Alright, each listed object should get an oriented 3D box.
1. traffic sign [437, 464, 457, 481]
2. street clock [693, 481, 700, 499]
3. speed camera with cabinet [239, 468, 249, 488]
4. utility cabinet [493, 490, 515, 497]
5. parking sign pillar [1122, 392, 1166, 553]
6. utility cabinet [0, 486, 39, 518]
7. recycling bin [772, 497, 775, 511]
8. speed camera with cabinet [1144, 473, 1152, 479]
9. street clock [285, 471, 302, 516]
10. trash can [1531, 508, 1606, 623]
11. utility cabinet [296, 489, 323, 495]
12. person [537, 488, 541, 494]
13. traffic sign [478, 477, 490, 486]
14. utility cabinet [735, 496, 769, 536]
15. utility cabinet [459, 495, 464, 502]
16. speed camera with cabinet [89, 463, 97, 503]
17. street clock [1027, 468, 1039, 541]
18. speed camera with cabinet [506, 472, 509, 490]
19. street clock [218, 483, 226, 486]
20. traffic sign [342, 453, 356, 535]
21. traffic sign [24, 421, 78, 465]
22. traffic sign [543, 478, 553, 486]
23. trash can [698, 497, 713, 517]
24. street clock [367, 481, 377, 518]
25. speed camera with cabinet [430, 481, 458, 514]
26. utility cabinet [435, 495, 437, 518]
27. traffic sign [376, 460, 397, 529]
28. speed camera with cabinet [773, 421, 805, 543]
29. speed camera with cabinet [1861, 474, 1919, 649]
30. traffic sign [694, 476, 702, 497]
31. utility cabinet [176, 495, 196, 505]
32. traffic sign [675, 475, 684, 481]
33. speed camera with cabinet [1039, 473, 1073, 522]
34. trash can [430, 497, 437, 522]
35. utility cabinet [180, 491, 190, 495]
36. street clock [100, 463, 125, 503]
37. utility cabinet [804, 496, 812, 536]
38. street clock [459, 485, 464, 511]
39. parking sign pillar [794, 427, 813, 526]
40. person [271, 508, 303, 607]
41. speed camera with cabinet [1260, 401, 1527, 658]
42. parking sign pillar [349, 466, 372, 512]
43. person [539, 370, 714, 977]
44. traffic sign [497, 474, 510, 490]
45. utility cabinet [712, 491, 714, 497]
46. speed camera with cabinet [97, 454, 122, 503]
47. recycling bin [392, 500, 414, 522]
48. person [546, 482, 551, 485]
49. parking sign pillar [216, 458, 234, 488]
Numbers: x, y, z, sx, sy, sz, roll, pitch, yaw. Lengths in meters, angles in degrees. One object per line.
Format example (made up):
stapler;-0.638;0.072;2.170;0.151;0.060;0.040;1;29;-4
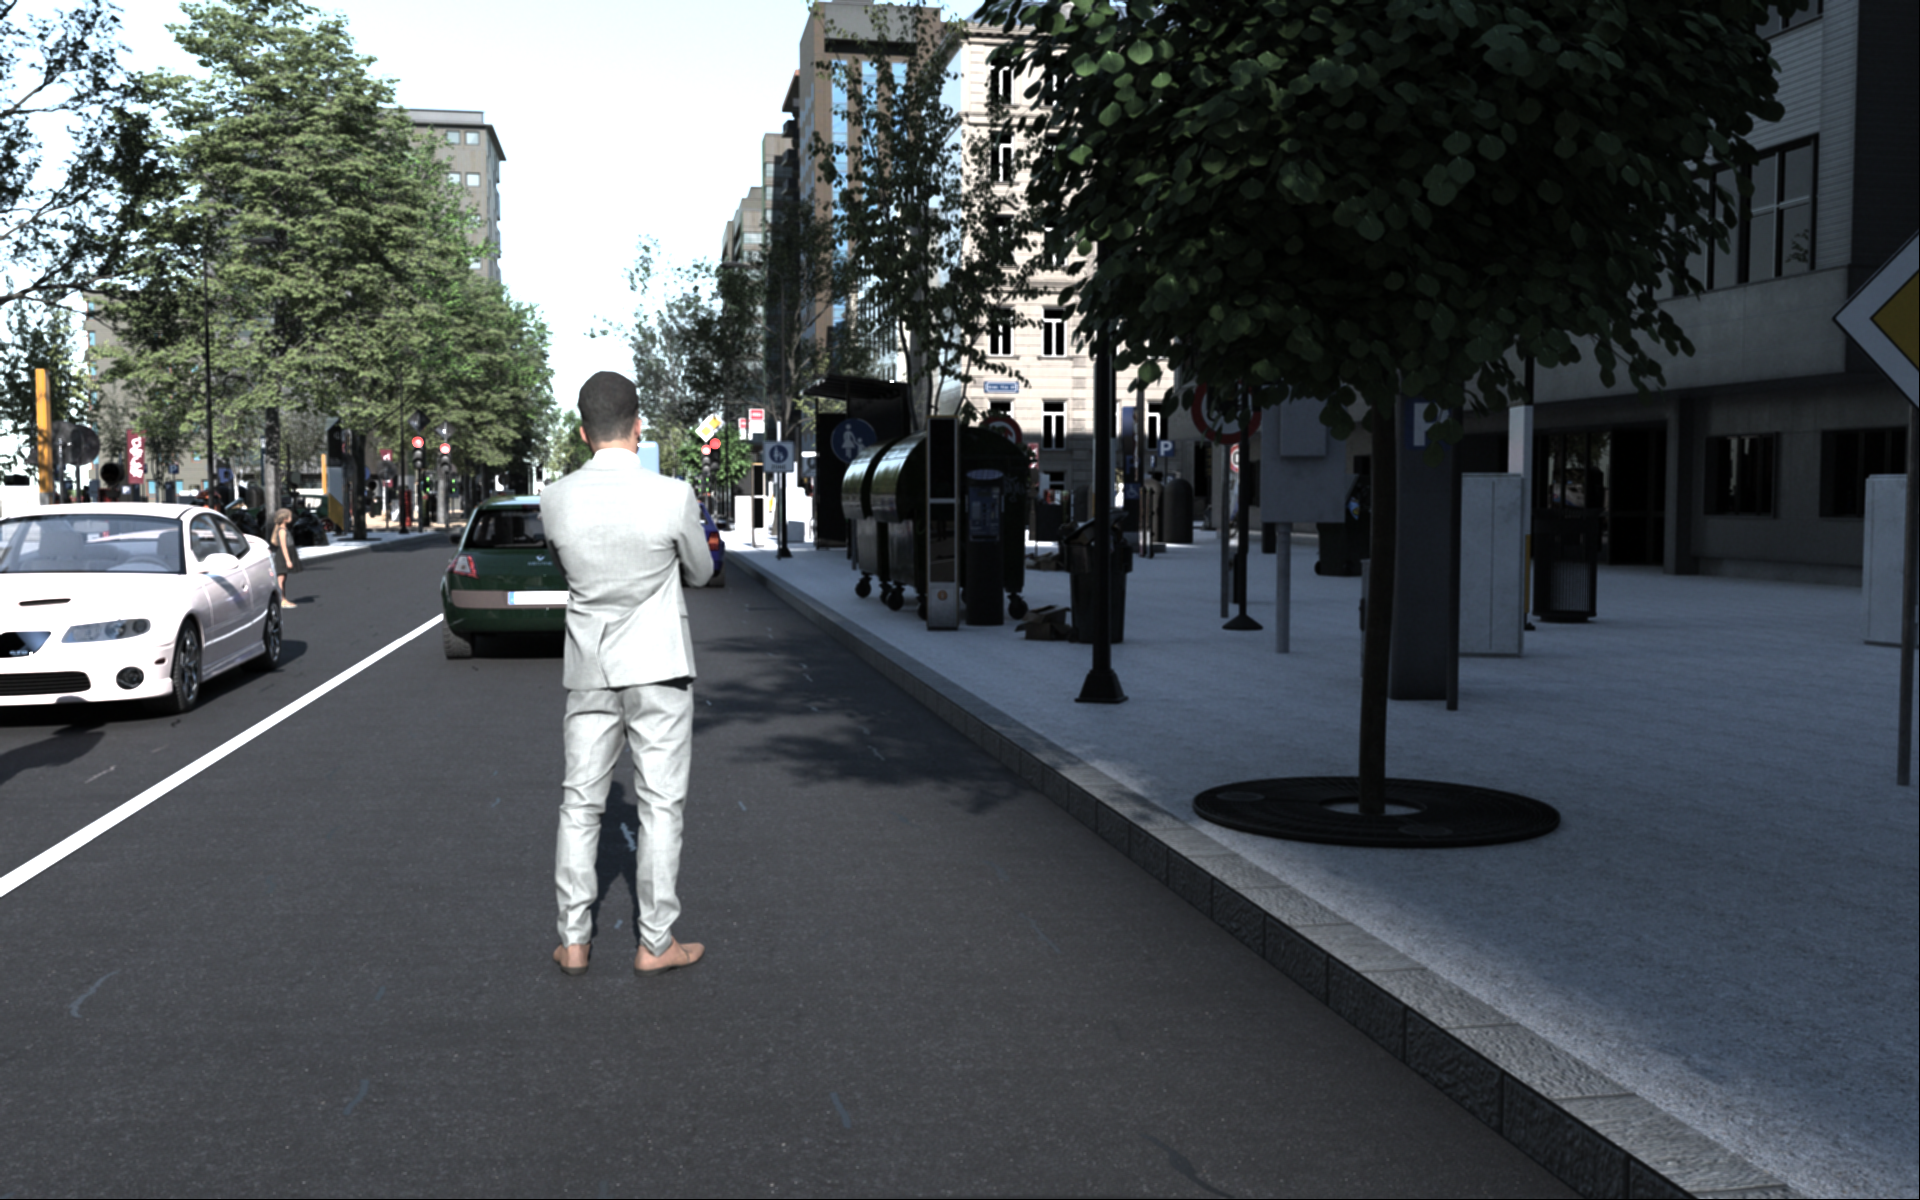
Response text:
traffic sign;-20.280;-4.183;68.496;0.768;2.556;0.104;-1;4;-9
street clock;-12.409;-4.707;81.522;0.358;2.002;0.471;1;4;8
speed camera with cabinet;-48.740;-7.570;118.103;0.660;3.252;2.038;-2;4;-25
utility cabinet;-25.711;-5.442;97.662;1.173;1.500;0.318;0;4;-1
parking sign pillar;3.830;-3.040;38.172;1.447;3.967;1.447;0;4;8
utility cabinet;-25.107;-2.317;46.569;1.173;1.500;0.318;0;4;-4
recycling bin;-13.971;-7.093;128.519;0.722;1.027;0.722;0;4;-4
speed camera with cabinet;7.881;-4.980;75.759;0.660;3.252;2.038;1;4;20
street clock;-20.733;-3.021;53.958;0.358;2.002;0.471;2;4;28
trash can;6.079;-0.351;17.395;0.748;1.137;0.748;0;3;0
utility cabinet;-28.842;-4.160;76.700;1.173;1.500;0.318;-2;4;-33
person;-23.384;-5.343;96.405;0.362;1.759;0.519;-1;4;-19
traffic sign;-34.110;-7.587;124.149;0.768;2.556;0.104;-1;4;-10
utility cabinet;-6.448;-2.602;53.705;1.020;1.237;0.306;0;4;0
utility cabinet;-38.545;-7.519;134.091;0.306;1.237;1.020;-1;4;-21
speed camera with cabinet;-55.355;-7.135;110.986;0.660;3.252;2.038;-1;4;-17
street clock;1.983;-2.618;47.372;0.358;2.002;0.471;-1;4;-12
speed camera with cabinet;-31.528;-7.732;120.759;0.660;3.252;2.038;0;4;-5
street clock;-47.979;-6.612;112.672;0.471;2.002;0.358;1;4;8
traffic sign;-19.047;-3.273;53.618;0.768;2.556;0.104;0;4;-3
traffic sign;-15.994;-1.865;30.490;0.884;2.594;0.081;0;4;-6
traffic sign;-33.046;-8.495;139.002;0.768;2.556;0.104;0;4;-2
trash can;-12.333;-4.424;83.979;0.748;1.137;0.748;0;3;0
street clock;-31.512;-5.398;92.832;0.471;2.002;0.358;-3;5;-44
speed camera with cabinet;-33.150;-7.109;110.564;2.038;3.252;0.660;-2;4;-35
utility cabinet;-28.161;-5.044;93.628;0.306;1.237;1.020;-1;4;-20
traffic sign;-21.280;-3.925;64.283;0.768;2.556;0.104;0;4;-2
speed camera with cabinet;-4.595;-3.196;46.591;0.660;3.252;2.038;-1;4;-13
speed camera with cabinet;8.735;-1.251;14.789;2.038;3.252;0.660;-1;4;-20
traffic sign;-12.949;-5.299;86.748;0.768;2.556;0.104;0;4;-8
utility cabinet;-36.344;-4.304;81.539;0.306;1.237;1.020;2;4;34
traffic sign;-19.122;-7.214;118.052;0.768;2.556;0.104;-1;4;-9
speed camera with cabinet;4.008;-4.971;75.611;0.660;3.252;2.038;-3;5;-45
trash can;-23.953;-4.142;79.378;0.748;1.137;0.748;0;3;0
utility cabinet;-57.774;-7.402;129.701;1.173;1.500;0.318;1;4;10
street clock;-19.674;-2.183;40.255;0.471;2.002;0.358;0;4;2
utility cabinet;-4.948;-2.575;53.266;0.306;1.237;1.020;-3;5;-41
street clock;-38.180;-7.840;132.754;0.358;2.002;0.471;2;4;28
parking sign pillar;-6.563;-4.894;68.496;1.447;3.967;1.447;0;4;-4
person;-8.563;-0.542;22.024;0.373;1.253;0.362;-1;4;-12
speed camera with cabinet;3.457;-1.196;13.894;2.038;3.252;0.660;1;4;11
parking sign pillar;-41.894;-8.128;121.372;1.447;3.967;1.447;2;4;33
person;-1.009;0.207;5.296;0.511;1.800;0.466;0;4;-5
traffic sign;-28.254;-6.555;107.285;0.768;2.556;0.104;0;4;-6
utility cabinet;-17.460;-7.186;126.176;1.173;1.500;0.318;0;4;7
speed camera with cabinet;-40.727;-5.470;83.762;0.660;3.252;2.038;0;4;1
recycling bin;-25.510;-4.082;79.291;0.722;1.027;0.722;2;4;32
person;-13.119;-2.846;55.215;0.466;1.800;0.511;-1;4;-14
parking sign pillar;-54.851;-8.628;129.543;1.447;3.967;1.447;3;5;44
